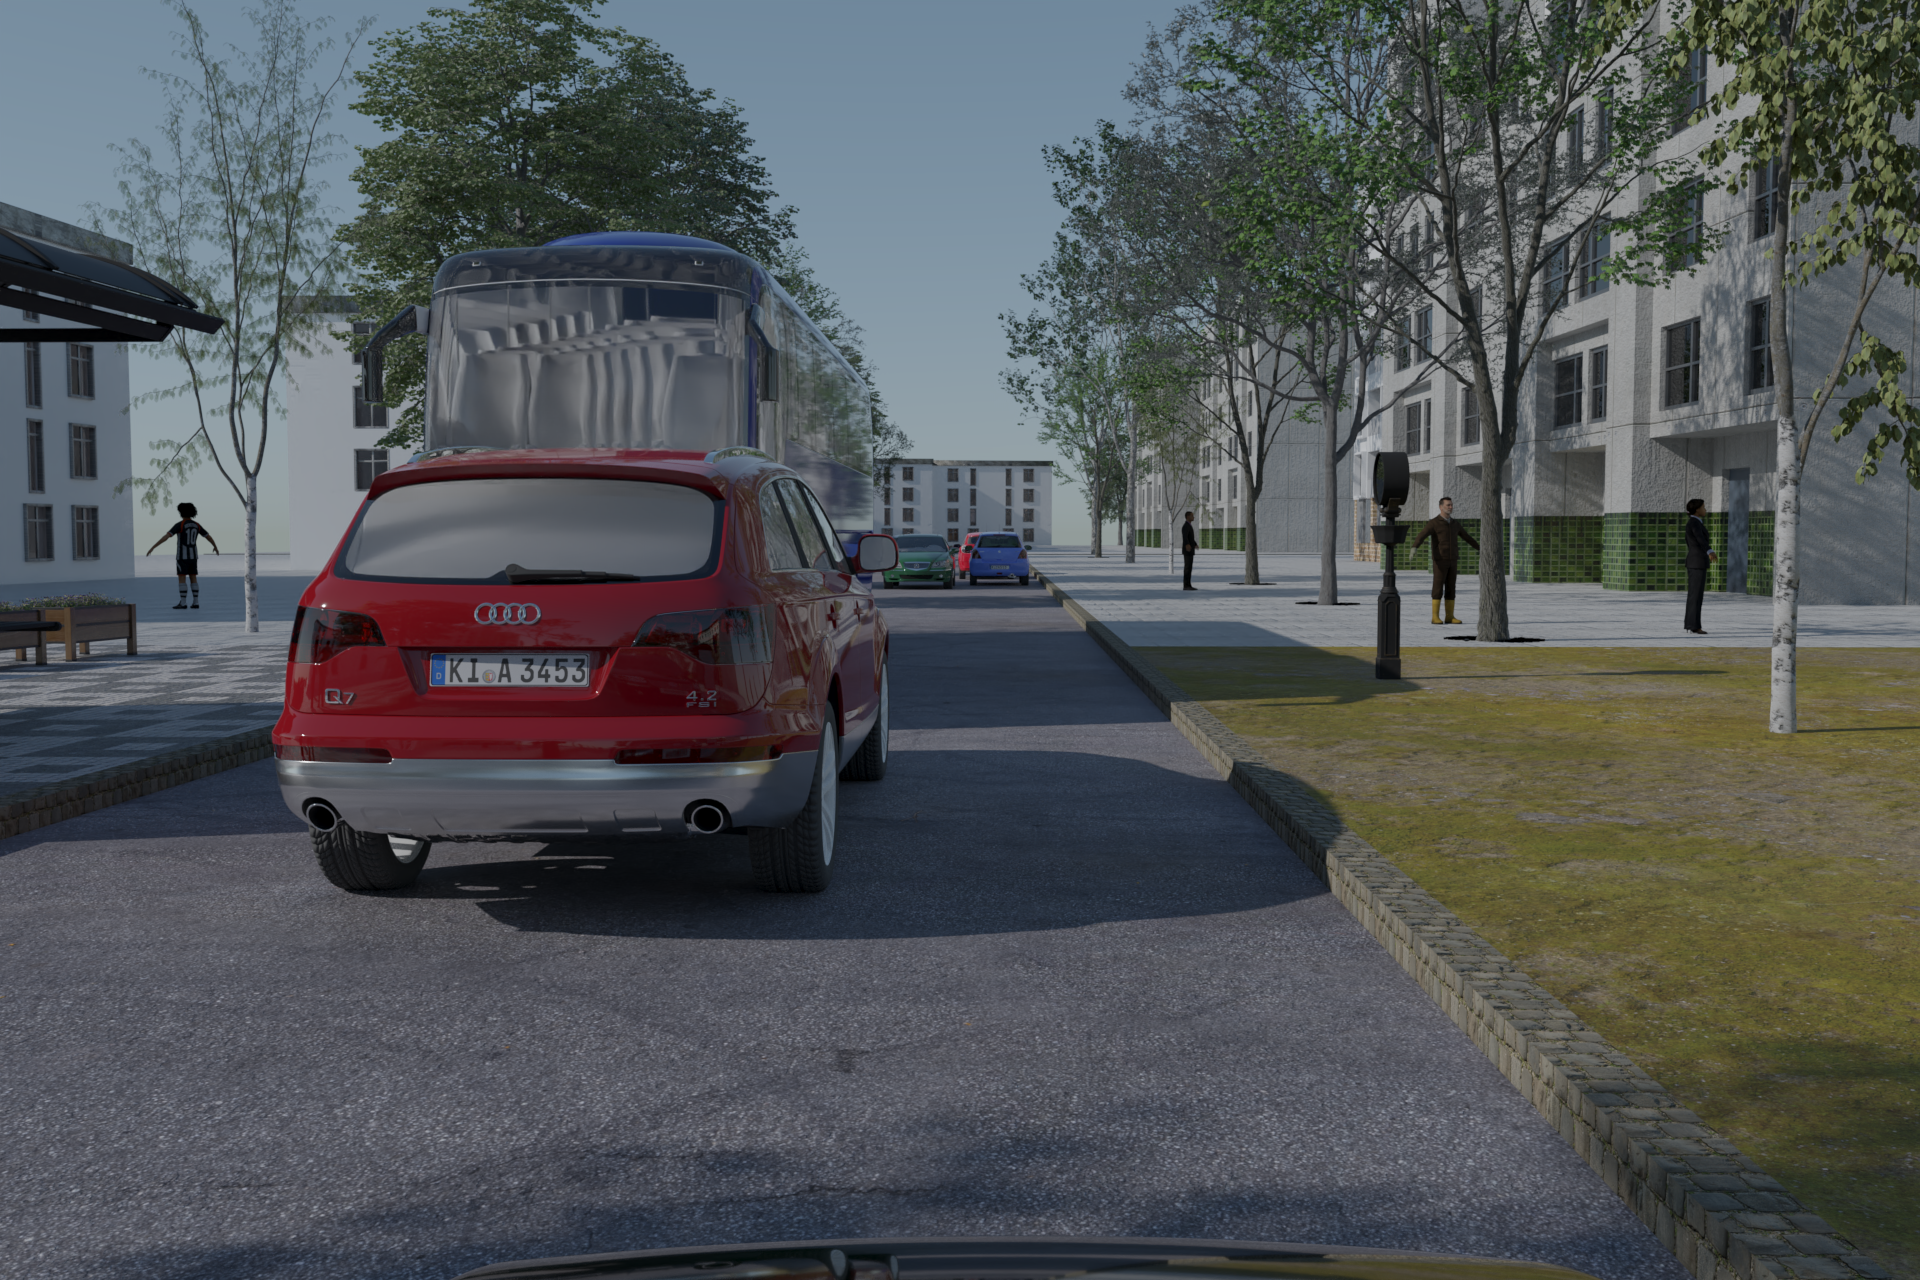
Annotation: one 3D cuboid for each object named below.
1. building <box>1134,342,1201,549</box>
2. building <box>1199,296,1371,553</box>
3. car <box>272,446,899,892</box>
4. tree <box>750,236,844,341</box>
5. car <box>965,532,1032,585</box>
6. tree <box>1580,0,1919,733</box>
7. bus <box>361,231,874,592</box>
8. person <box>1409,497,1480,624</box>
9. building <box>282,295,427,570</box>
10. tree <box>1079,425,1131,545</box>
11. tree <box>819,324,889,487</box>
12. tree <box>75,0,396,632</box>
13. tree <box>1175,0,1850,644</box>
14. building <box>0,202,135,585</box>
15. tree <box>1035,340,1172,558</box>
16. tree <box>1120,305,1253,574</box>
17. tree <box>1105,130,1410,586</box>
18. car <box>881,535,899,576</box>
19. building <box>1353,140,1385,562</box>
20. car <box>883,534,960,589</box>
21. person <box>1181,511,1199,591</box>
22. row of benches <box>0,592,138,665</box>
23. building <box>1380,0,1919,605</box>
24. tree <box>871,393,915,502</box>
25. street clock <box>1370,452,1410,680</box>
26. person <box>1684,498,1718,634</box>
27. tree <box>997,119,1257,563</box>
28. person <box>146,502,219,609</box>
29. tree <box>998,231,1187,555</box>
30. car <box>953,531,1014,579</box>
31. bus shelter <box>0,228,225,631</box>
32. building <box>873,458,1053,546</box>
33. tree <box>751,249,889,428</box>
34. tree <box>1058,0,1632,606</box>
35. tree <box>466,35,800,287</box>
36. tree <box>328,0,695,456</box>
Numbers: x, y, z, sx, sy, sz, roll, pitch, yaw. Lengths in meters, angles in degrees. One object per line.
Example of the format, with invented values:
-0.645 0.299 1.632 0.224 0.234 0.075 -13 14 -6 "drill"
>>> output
26.387 -18.454 168.178 16.747 18.905 31.486 0 4 1 "building"
29.072 -16.427 135.038 16.747 18.905 31.486 0 4 1 "building"
-1.479 0.011 8.488 2.281 1.827 5.304 0 4 2 "car"
-7.831 -8.283 61.176 9.928 11.665 9.643 0 3 0 "tree"
1.103 -2.444 49.552 1.945 1.707 3.694 0 4 0 "car"
5.515 -3.697 10.807 4.737 8.622 4.395 0 3 0 "tree"
-2.578 -1.620 18.029 2.896 3.916 12.251 0 4 1 "bus"
6.913 -1.131 24.624 1.346 1.812 0.704 -1 4 -22 "person"
-22.832 -8.133 75.115 9.099 9.664 28.070 0 4 1 "building"
18.180 -17.624 194.807 9.857 13.997 8.962 0 3 0 "tree"
-7.628 -10.759 94.040 7.486 12.596 7.792 0 3 0 "tree"
-9.169 -4.392 22.167 4.360 8.622 3.978 0 3 0 "tree"
6.430 -5.800 20.584 9.928 11.665 9.643 0 3 0 "tree"
-25.241 -5.766 36.423 9.099 9.664 28.070 0 4 2 "building"
7.553 -10.231 93.036 9.928 11.665 9.643 0 3 0 "tree"
6.758 -6.453 55.869 4.360 8.622 3.978 0 3 0 "tree"
7.412 -7.207 43.597 9.928 11.665 9.643 0 3 0 "tree"
-1.793 -2.992 60.929 2.014 1.417 4.499 0 4 1 "car"
23.953 -13.758 81.359 16.016 20.090 11.380 0 4 1 "building"
-1.063 -2.132 46.662 2.131 1.459 4.920 0 4 1 "car"
5.236 -2.032 39.456 0.704 1.802 1.346 1 4 16 "person"
-9.332 -0.068 16.582 1.422 0.672 4.104 1 4 9 "row of benches"
23.373 -10.998 46.280 16.747 18.905 31.486 0 4 1 "building"
-7.172 -10.431 104.952 8.767 10.594 7.601 -1 4 -13 "tree"
3.794 -0.656 15.293 0.358 2.002 0.471 0 4 2 "street clock"
9.544 -0.950 22.260 0.721 1.740 1.216 1 4 12 "person"
8.110 -13.568 77.729 12.611 20.169 13.585 0 3 0 "tree"
-13.256 -1.439 29.668 0.704 1.843 1.345 2 4 32 "person"
8.222 -15.400 107.680 12.611 20.169 13.585 0 3 0 "tree"
0.849 -2.897 56.407 2.155 1.783 4.494 0 4 0 "car"
-6.533 -0.993 10.153 2.014 3.302 5.546 0 4 2 "bus shelter"
-3.536 -15.231 193.627 28.070 9.664 9.099 0 4 -7 "building"
-8.049 -10.022 74.231 12.009 13.543 11.850 0 3 0 "tree"
6.800 -7.384 31.095 12.009 13.543 11.850 0 3 0 "tree"
-8.778 -8.531 46.134 9.857 13.997 8.962 0 3 0 "tree"
-8.598 -7.063 33.603 7.486 12.596 7.792 0 3 0 "tree"
